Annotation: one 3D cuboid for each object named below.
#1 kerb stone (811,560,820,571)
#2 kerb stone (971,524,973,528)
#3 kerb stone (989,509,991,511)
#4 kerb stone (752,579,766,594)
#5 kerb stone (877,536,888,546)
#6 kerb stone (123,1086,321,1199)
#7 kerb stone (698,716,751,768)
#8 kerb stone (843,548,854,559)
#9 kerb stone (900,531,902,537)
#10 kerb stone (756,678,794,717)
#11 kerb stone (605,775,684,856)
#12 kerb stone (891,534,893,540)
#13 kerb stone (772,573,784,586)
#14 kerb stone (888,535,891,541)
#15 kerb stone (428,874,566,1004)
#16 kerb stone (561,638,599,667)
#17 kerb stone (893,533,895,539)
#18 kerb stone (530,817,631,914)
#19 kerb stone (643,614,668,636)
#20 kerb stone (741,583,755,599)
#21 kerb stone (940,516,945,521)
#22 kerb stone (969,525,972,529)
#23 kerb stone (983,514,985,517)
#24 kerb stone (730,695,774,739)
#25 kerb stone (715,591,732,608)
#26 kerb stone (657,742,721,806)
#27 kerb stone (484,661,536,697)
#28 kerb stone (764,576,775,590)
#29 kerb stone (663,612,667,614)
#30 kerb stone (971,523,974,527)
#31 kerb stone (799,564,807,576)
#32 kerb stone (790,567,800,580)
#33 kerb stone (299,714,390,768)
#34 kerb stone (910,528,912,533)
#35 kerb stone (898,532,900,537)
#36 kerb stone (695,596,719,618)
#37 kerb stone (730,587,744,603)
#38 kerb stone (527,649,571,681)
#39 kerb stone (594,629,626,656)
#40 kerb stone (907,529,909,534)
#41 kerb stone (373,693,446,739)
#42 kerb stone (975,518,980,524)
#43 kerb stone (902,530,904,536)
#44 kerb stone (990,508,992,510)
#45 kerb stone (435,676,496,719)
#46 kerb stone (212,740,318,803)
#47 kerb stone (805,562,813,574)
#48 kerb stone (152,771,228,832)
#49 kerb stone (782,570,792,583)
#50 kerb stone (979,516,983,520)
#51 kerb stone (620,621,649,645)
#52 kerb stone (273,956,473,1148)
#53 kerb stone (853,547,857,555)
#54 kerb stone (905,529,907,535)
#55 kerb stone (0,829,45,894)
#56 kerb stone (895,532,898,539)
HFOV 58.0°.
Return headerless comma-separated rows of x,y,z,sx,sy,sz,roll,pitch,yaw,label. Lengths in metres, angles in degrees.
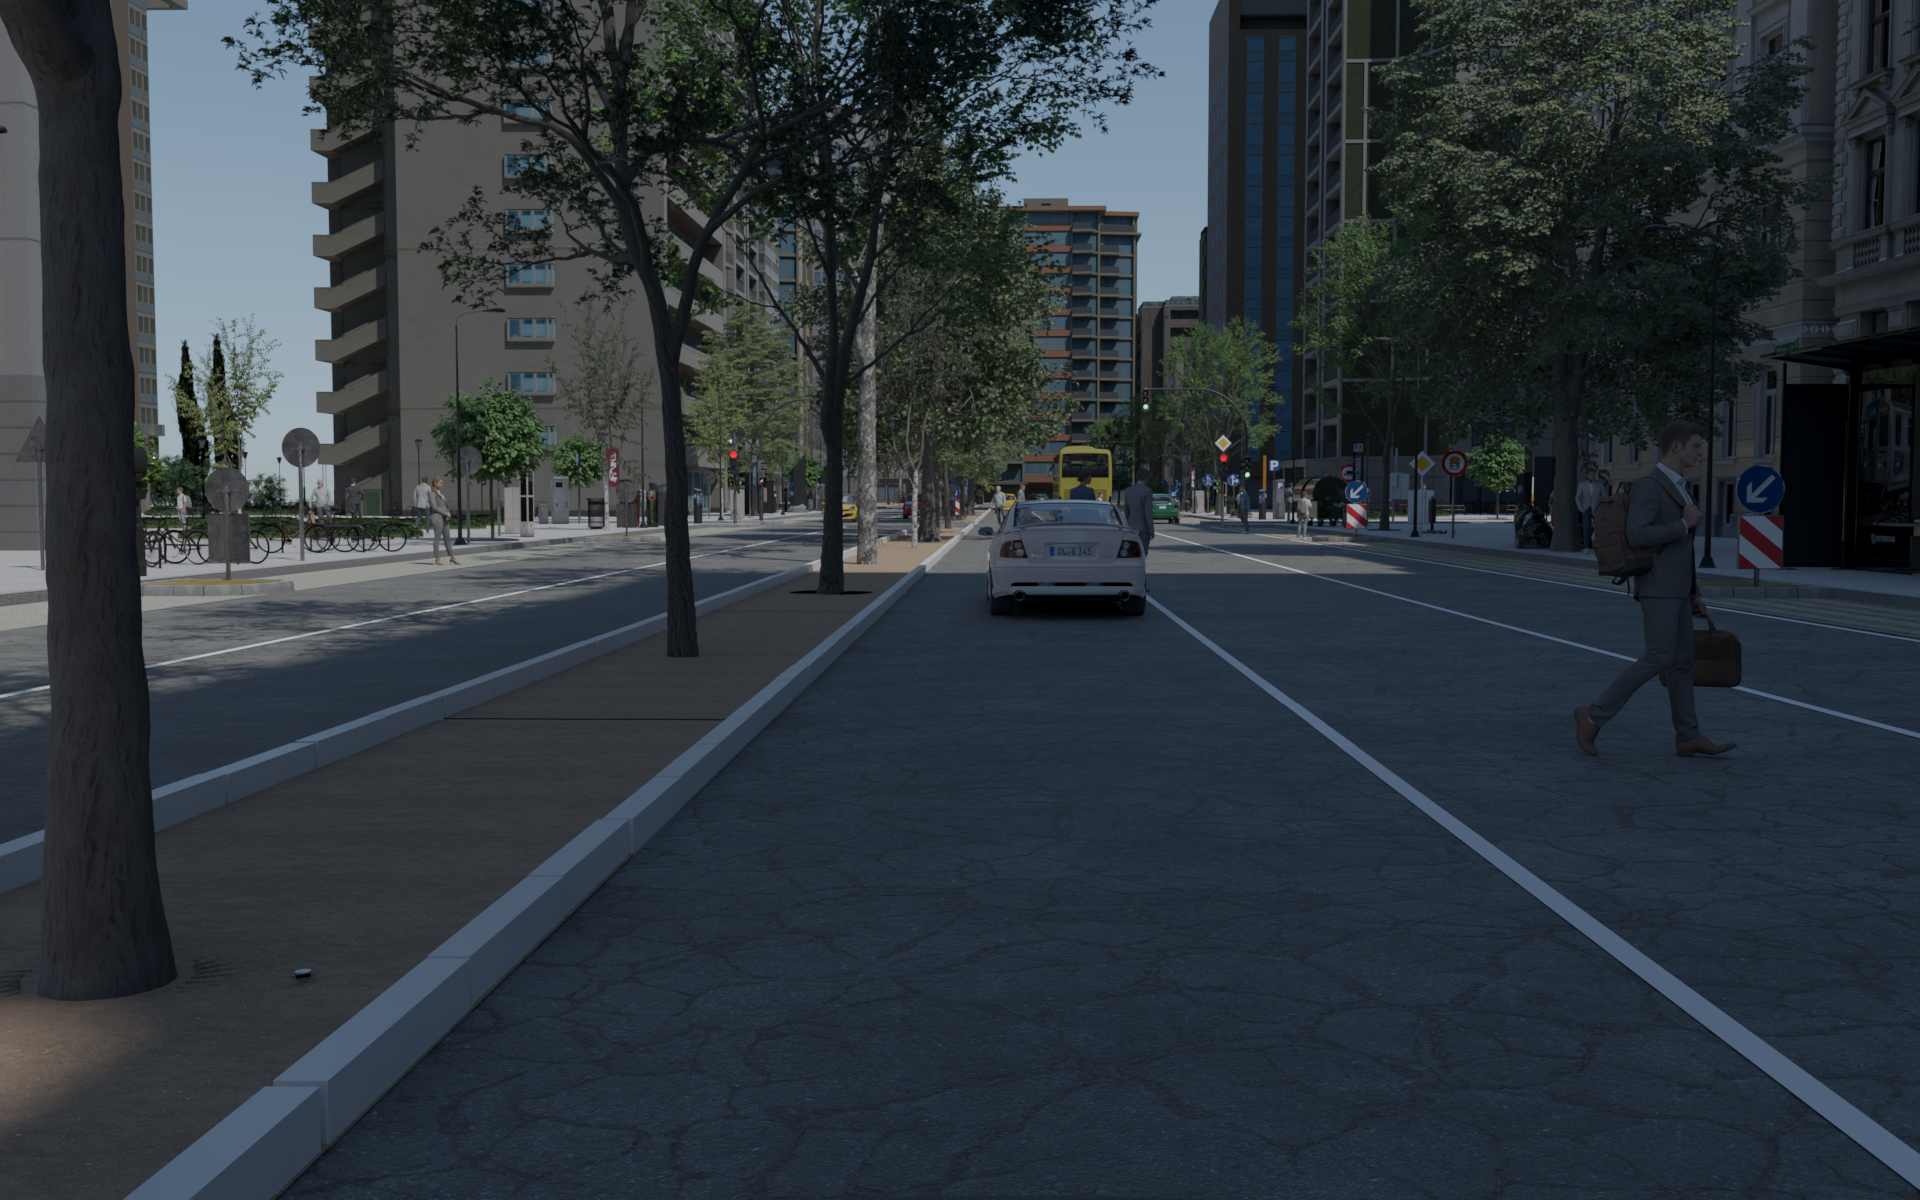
-2.759,-0.603,32.047,0.120,0.150,1.000,0,4,2,kerb stone
0.367,-2.855,68.878,0.120,0.150,1.000,0,4,2,kerb stone
2.040,-6.582,129.865,0.120,0.150,1.000,0,4,2,kerb stone
-2.957,-0.164,24.883,0.120,0.150,1.000,0,4,2,kerb stone
-2.252,-1.728,50.475,0.120,0.150,1.000,0,4,2,kerb stone
-1.458,1.159,3.254,0.120,0.150,1.000,0,4,2,kerb stone
-1.286,0.782,9.405,0.120,0.150,1.000,0,4,2,kerb stone
-2.565,-1.041,39.217,0.120,0.150,1.000,0,4,2,kerb stone
-2.080,-2.107,56.639,0.120,0.150,1.000,0,4,2,kerb stone
-1.236,0.659,11.454,0.120,0.150,1.000,0,4,2,kerb stone
-1.339,0.908,7.353,0.120,0.150,1.000,0,4,2,kerb stone
-2.200,-1.855,52.528,0.120,0.150,1.000,0,4,2,kerb stone
-2.909,-0.290,26.932,0.120,0.150,1.000,0,4,2,kerb stone
-2.221,-1.792,51.496,0.120,0.150,1.000,0,4,2,kerb stone
-1.405,1.033,5.311,0.120,0.150,1.000,0,4,2,kerb stone
-3.246,0.463,14.632,0.120,0.150,1.000,0,4,2,kerb stone
-2.173,-1.909,53.560,0.120,0.150,1.000,0,4,2,kerb stone
-1.380,0.970,6.332,0.120,0.150,1.000,0,4,2,kerb stone
-3.156,0.275,17.705,0.120,0.150,1.000,0,4,2,kerb stone
-2.988,-0.102,23.860,0.120,0.150,1.000,0,4,2,kerb stone
-0.937,-4.645,98.133,0.120,0.150,1.000,0,4,2,kerb stone
0.274,-2.667,65.797,0.120,0.150,1.000,0,4,2,kerb stone
1.194,-4.703,99.086,0.120,0.150,1.000,0,4,2,kerb stone
-1.260,0.720,10.427,0.120,0.150,1.000,0,4,2,kerb stone
-3.043,0.024,21.806,0.120,0.150,1.000,0,4,2,kerb stone
-1.314,0.845,8.375,0.120,0.150,1.000,0,4,2,kerb stone
-3.297,0.588,12.581,0.120,0.150,1.000,0,4,2,kerb stone
-2.929,-0.227,25.907,0.120,0.150,1.000,0,4,2,kerb stone
-3.130,0.212,18.731,0.120,0.150,1.000,0,4,2,kerb stone
0.388,-2.918,69.900,0.120,0.150,1.000,0,4,2,kerb stone
-2.816,-0.477,29.998,0.120,0.150,1.000,0,4,2,kerb stone
-2.843,-0.415,28.976,0.120,0.150,1.000,0,4,2,kerb stone
-3.379,0.777,9.497,0.120,0.150,1.000,0,4,2,kerb stone
-1.906,-2.483,62.788,0.120,0.150,1.000,0,4,2,kerb stone
-2.104,-2.042,55.605,0.120,0.150,1.000,0,4,2,kerb stone
-3.071,0.087,20.778,0.120,0.150,1.000,0,4,2,kerb stone
-3.014,-0.034,22.834,0.120,0.150,1.000,0,4,2,kerb stone
-3.267,0.525,13.611,0.120,0.150,1.000,0,4,2,kerb stone
-3.210,0.400,15.660,0.120,0.150,1.000,0,4,2,kerb stone
-1.965,-2.353,60.745,0.120,0.150,1.000,0,4,2,kerb stone
-3.360,0.714,10.527,0.120,0.150,1.000,0,4,2,kerb stone
0.770,-3.756,83.721,0.120,0.150,1.000,0,4,2,kerb stone
-2.052,-2.169,57.661,0.120,0.150,1.000,0,4,2,kerb stone
2.219,-6.961,136.014,0.120,0.150,1.000,0,4,2,kerb stone
-3.323,0.651,11.550,0.120,0.150,1.000,0,4,2,kerb stone
-3.413,0.845,8.476,0.120,0.150,1.000,0,4,2,kerb stone
-2.795,-0.535,31.021,0.120,0.150,1.000,0,4,2,kerb stone
-3.441,0.902,7.440,0.120,0.150,1.000,0,4,2,kerb stone
-2.869,-0.350,27.955,0.120,0.150,1.000,0,4,2,kerb stone
0.996,-4.264,91.918,0.120,0.150,1.000,0,4,2,kerb stone
-3.184,0.338,16.683,0.120,0.150,1.000,0,4,2,kerb stone
-1.428,1.095,4.289,0.120,0.150,1.000,0,4,2,kerb stone
-2.536,-1.093,40.249,0.120,0.150,1.000,0,4,2,kerb stone
-1.993,-2.288,59.714,0.120,0.150,1.000,0,4,2,kerb stone
-3.464,0.971,6.415,0.120,0.150,1.000,0,4,2,kerb stone
-2.141,-1.981,54.583,0.120,0.150,1.000,0,4,2,kerb stone
